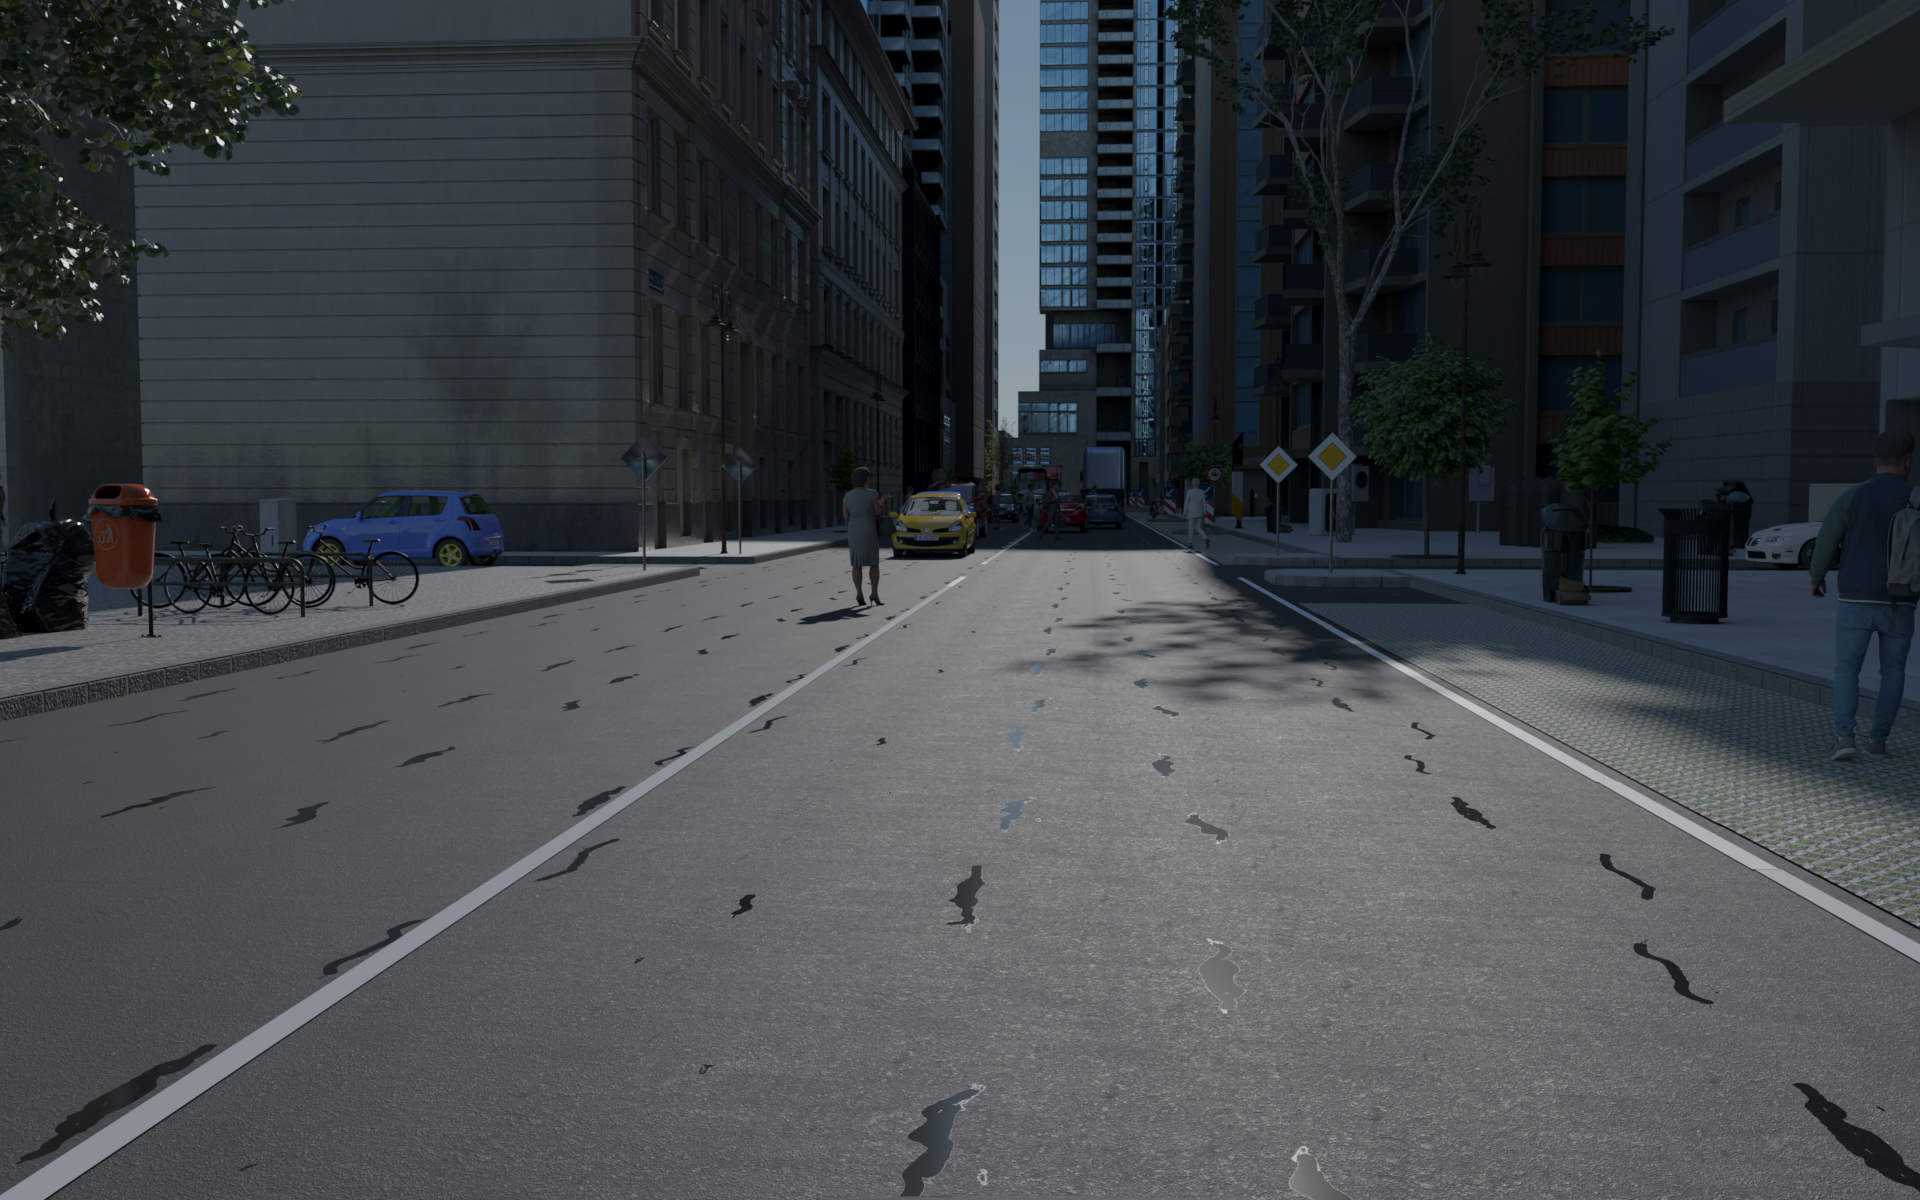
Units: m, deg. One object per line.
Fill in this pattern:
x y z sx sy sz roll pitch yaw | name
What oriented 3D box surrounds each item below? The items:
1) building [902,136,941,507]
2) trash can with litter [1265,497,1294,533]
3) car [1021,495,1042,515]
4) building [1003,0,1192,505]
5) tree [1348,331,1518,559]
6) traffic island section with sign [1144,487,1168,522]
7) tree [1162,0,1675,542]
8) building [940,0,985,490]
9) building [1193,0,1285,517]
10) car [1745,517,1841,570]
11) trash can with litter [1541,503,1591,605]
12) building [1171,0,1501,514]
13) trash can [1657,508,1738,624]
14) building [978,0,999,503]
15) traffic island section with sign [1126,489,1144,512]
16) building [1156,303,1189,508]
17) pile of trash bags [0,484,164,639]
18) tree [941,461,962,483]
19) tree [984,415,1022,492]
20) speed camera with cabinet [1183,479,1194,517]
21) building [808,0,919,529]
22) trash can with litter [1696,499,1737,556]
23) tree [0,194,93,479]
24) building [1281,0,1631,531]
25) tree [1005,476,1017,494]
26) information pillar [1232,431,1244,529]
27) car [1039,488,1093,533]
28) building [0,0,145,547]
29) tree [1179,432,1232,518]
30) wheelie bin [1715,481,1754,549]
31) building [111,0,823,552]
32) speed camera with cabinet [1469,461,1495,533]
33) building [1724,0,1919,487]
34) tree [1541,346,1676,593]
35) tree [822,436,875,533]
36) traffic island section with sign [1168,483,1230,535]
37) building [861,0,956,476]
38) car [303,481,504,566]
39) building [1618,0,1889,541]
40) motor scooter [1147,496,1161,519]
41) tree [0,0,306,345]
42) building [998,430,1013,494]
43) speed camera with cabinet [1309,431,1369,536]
-7.945 -16.562 100.469 12.332 23.373 15.834 0 4 4 | building
10.586 -2.806 57.259 0.624 1.170 1.055 -3 4 -37 | trash can with litter
5.246 -6.480 118.317 2.083 1.381 4.827 0 4 3 | car
21.211 -54.522 204.112 31.000 86.520 22.319 0 4 4 | building
9.561 -3.140 35.054 4.285 4.588 4.351 0 3 0 | tree
10.567 -4.886 88.510 1.989 1.847 2.006 0 4 4 | traffic island section with sign
11.192 -11.530 44.409 12.611 20.169 13.585 0 3 0 | tree
-5.204 -30.634 150.977 14.600 45.320 14.200 0 4 4 | building
21.308 -27.677 102.631 14.600 45.320 14.200 0 4 4 | building
17.263 -1.222 32.346 4.827 1.381 2.083 0 4 6 | car
7.192 -0.547 20.327 0.624 1.170 1.055 0 4 5 | trash can with litter
28.706 -29.713 140.436 22.147 44.769 28.867 0 4 4 | building
7.330 -0.343 17.256 0.748 1.137 0.748 0 3 0 | trash can
-10.273 -38.806 176.471 28.212 58.520 21.231 0 4 4 | building
14.254 -7.909 137.939 1.989 1.847 2.006 0 4 4 | traffic island section with sign
33.829 -19.902 170.438 27.650 21.520 28.899 0 4 4 | building
-8.648 -0.371 15.822 3.447 1.369 1.912 1 4 22 | pile of trash bags
-0.584 -6.547 101.639 1.663 3.219 1.824 0 3 0 | tree
3.705 -12.976 162.523 4.360 8.622 3.978 0 3 0 | tree
13.042 -6.376 98.588 0.660 3.252 2.038 0 4 6 | speed camera with cabinet
-11.322 -14.953 77.766 16.112 22.955 30.059 0 4 4 | building
15.847 -1.514 36.140 0.624 1.170 1.055 0 4 -8 | trash can with litter
-16.131 -4.677 26.825 4.737 8.622 4.395 0 3 0 | tree
23.816 -25.479 71.213 22.147 44.769 28.867 0 4 4 | building
5.922 -11.734 186.446 1.663 3.219 1.824 0 3 0 | tree
10.326 -4.468 64.405 0.504 3.616 0.183 -2 4 -33 | information pillar
3.937 -3.456 65.552 2.155 1.783 4.494 0 4 6 | car
-29.482 -11.596 44.349 16.860 20.320 10.420 0 4 4 | building
13.271 -6.641 92.293 4.285 4.588 4.351 0 3 0 | tree
18.167 -2.005 40.695 0.693 1.594 0.980 -1 4 -18 | wheelie bin
-11.825 -15.455 49.945 12.463 27.353 25.104 0 4 4 | building
17.712 -3.805 56.546 2.038 3.252 0.660 0 4 -1 | speed camera with cabinet
23.482 -25.775 10.660 28.713 52.752 27.495 0 4 4 | building
8.303 -1.722 22.760 1.663 3.219 1.824 0 3 0 | tree
-3.717 -3.871 57.891 1.663 3.219 1.824 0 3 0 | tree
8.557 -3.242 61.629 1.989 1.847 2.006 0 4 4 | traffic island section with sign
-11.076 -49.813 127.120 22.319 86.520 31.000 0 4 4 | building
-10.676 -1.443 33.181 3.694 1.707 1.945 0 4 6 | car
34.105 -30.649 43.104 28.212 58.520 21.231 0 4 4 | building
10.803 -5.115 96.403 0.815 1.314 1.986 0 4 6 | motor scooter
-7.682 -6.300 9.658 9.857 13.997 8.962 0 3 0 | tree
-7.725 -37.992 210.401 27.495 52.752 28.713 0 4 4 | building
11.743 -3.625 53.612 2.038 3.252 0.660 -2 4 -34 | speed camera with cabinet
